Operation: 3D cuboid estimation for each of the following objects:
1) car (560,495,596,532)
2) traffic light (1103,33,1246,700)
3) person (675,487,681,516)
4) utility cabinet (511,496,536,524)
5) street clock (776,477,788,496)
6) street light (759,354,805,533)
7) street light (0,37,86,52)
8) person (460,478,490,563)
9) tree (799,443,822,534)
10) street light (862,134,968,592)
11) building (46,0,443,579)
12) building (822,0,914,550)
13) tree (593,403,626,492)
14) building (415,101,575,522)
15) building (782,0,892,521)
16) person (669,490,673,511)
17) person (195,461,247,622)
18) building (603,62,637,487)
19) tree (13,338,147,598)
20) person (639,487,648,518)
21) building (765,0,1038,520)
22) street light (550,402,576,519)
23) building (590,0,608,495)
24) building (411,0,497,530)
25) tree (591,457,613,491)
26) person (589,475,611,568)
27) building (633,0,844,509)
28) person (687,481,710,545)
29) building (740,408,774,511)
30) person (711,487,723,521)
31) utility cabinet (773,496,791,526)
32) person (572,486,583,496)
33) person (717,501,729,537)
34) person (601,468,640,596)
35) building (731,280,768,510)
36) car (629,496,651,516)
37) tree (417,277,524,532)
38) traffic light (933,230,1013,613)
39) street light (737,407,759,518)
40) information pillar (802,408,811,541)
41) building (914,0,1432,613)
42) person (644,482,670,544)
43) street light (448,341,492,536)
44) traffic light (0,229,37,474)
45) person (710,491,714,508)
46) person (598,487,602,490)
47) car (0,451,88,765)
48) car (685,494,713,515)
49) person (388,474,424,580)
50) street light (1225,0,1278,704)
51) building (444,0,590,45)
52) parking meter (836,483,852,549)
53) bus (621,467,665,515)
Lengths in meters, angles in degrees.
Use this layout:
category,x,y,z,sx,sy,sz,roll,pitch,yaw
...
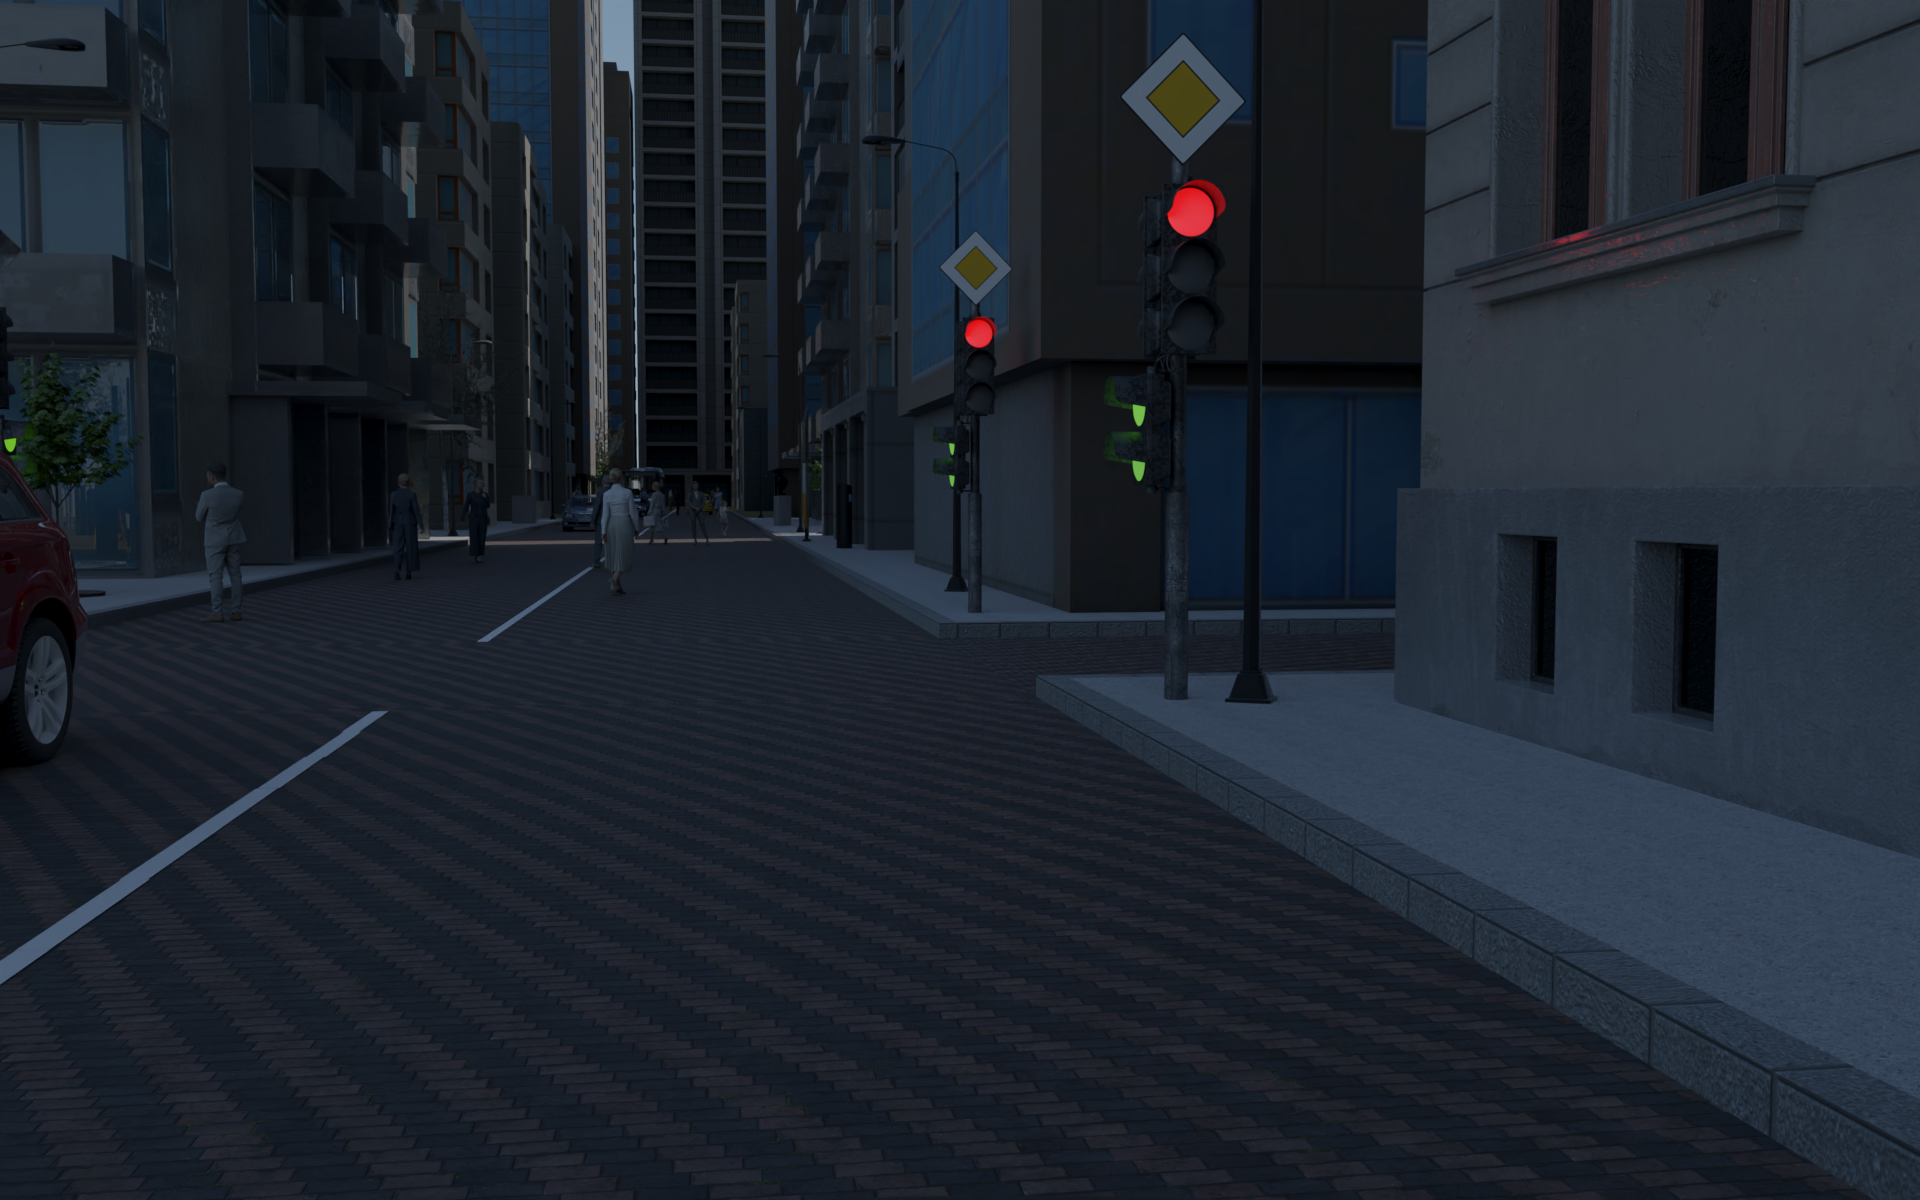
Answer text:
category,x,y,z,sx,sy,sz,roll,pitch,yaw
car,-14.593,-3.418,67.881,2.014,1.417,4.499,-1,4,-9
traffic light,1.334,-1.334,10.737,0.839,4.253,0.868,-1,4,-9
person,-18.378,-6.420,113.098,0.705,1.869,1.348,0,4,-5
utility cabinet,-18.984,-3.930,75.424,1.020,1.237,0.306,1,4,11
street clock,-7.556,-4.223,73.609,0.471,2.002,0.358,-3,5,-40
street light,-5.858,-5.203,57.611,1.470,5.913,1.316,-1,4,-9
street light,-9.599,-2.762,17.706,1.470,5.913,1.316,-1,4,-9
person,-10.136,-1.674,36.284,0.534,1.772,0.576,3,4,37
tree,-4.151,-3.764,56.144,1.663,3.219,1.824,0,3,0
street light,-0.576,-3.062,22.609,1.470,5.913,1.316,-1,4,-9
building,-23.546,-25.461,35.894,23.786,49.044,30.456,-1,4,-9
building,7.300,-37.011,43.389,20.563,71.187,20.611,-1,4,-9
tree,-28.732,-11.465,137.820,4.360,8.622,3.978,0,3,0
building,-38.258,-15.815,103.615,27.650,21.520,28.899,-1,4,-9
building,4.243,-28.003,77.453,23.786,49.044,30.456,-1,4,-9
person,-23.732,-8.163,142.692,0.721,1.736,1.217,-1,4,-10
person,-8.355,-0.663,19.524,0.466,1.800,0.511,1,4,23
building,-40.986,-32.366,179.301,14.200,45.320,14.600,-1,4,-9
tree,-11.309,-1.646,21.513,1.663,3.219,1.824,0,3,0
person,-19.268,-5.897,104.778,0.709,1.838,0.599,2,4,33
building,-4.131,-27.589,101.193,14.600,45.320,14.200,-1,4,-9
street light,-20.058,-7.030,87.487,1.470,5.913,1.316,-1,4,-9
building,-42.595,-43.773,153.936,20.611,71.187,20.563,-1,4,-9
building,-33.306,-13.961,73.299,27.650,21.520,28.899,-1,4,-9
tree,-30.014,-9.725,142.717,4.285,4.588,4.351,0,3,0
person,-6.949,-1.535,33.769,0.590,1.801,0.661,3,5,43
building,-23.963,-45.670,184.951,20.611,71.187,20.563,-1,4,-9
person,-7.329,-2.429,48.493,0.520,1.790,0.573,-2,4,-35
building,-4.331,-49.588,123.432,22.319,86.520,31.000,-1,4,-9
person,-12.679,-5.009,90.487,0.616,1.811,0.778,0,4,3
utility cabinet,-7.231,-3.629,70.503,0.306,1.237,1.020,1,4,22
person,-18.432,-4.590,83.653,0.679,1.850,0.850,2,4,24
person,-7.950,-2.706,57.758,0.505,1.210,0.382,2,4,31
person,-4.830,-0.961,24.445,0.478,1.798,0.641,1,4,16
building,-6.416,-19.029,156.168,27.650,21.520,28.899,-1,4,-9
car,-18.594,-5.312,99.425,1.945,1.354,3.894,0,4,-7
tree,-17.145,-6.598,58.233,4.360,8.622,3.978,0,3,0
traffic light,0.143,-1.817,18.633,0.839,4.253,0.868,-1,4,-9
street light,-11.163,-7.322,92.252,1.470,5.913,1.316,-1,4,-9
information pillar,-4.170,-3.392,46.815,0.183,3.616,0.504,0,4,5
building,6.836,-22.914,24.749,14.200,45.320,14.600,-1,4,-9
person,-8.612,-2.469,49.226,0.624,1.780,0.694,3,5,40
street light,-14.848,-4.887,52.451,1.470,5.913,1.316,-1,4,-9
traffic light,-9.655,-1.726,17.144,0.839,4.253,0.868,-1,4,-9
person,-23.866,-9.629,166.481,0.434,1.755,0.990,1,4,18
person,-18.731,-4.999,90.465,0.641,1.798,0.478,-2,4,-23
car,-5.678,0.064,7.633,2.281,1.827,5.304,0,4,-7
car,-17.974,-6.694,119.667,2.015,1.641,3.980,-1,4,-10
person,-9.261,-1.224,28.940,0.576,1.772,0.534,-1,4,-20
street light,1.273,-2.321,10.496,1.470,5.913,1.316,-1,4,-9
building,-34.069,-29.062,125.270,14.600,45.320,14.200,-1,4,-9
parking meter,-2.733,-1.988,40.917,0.372,1.533,0.369,0,3,0
bus,-21.408,-7.476,117.090,2.948,3.499,13.247,0,4,-8
